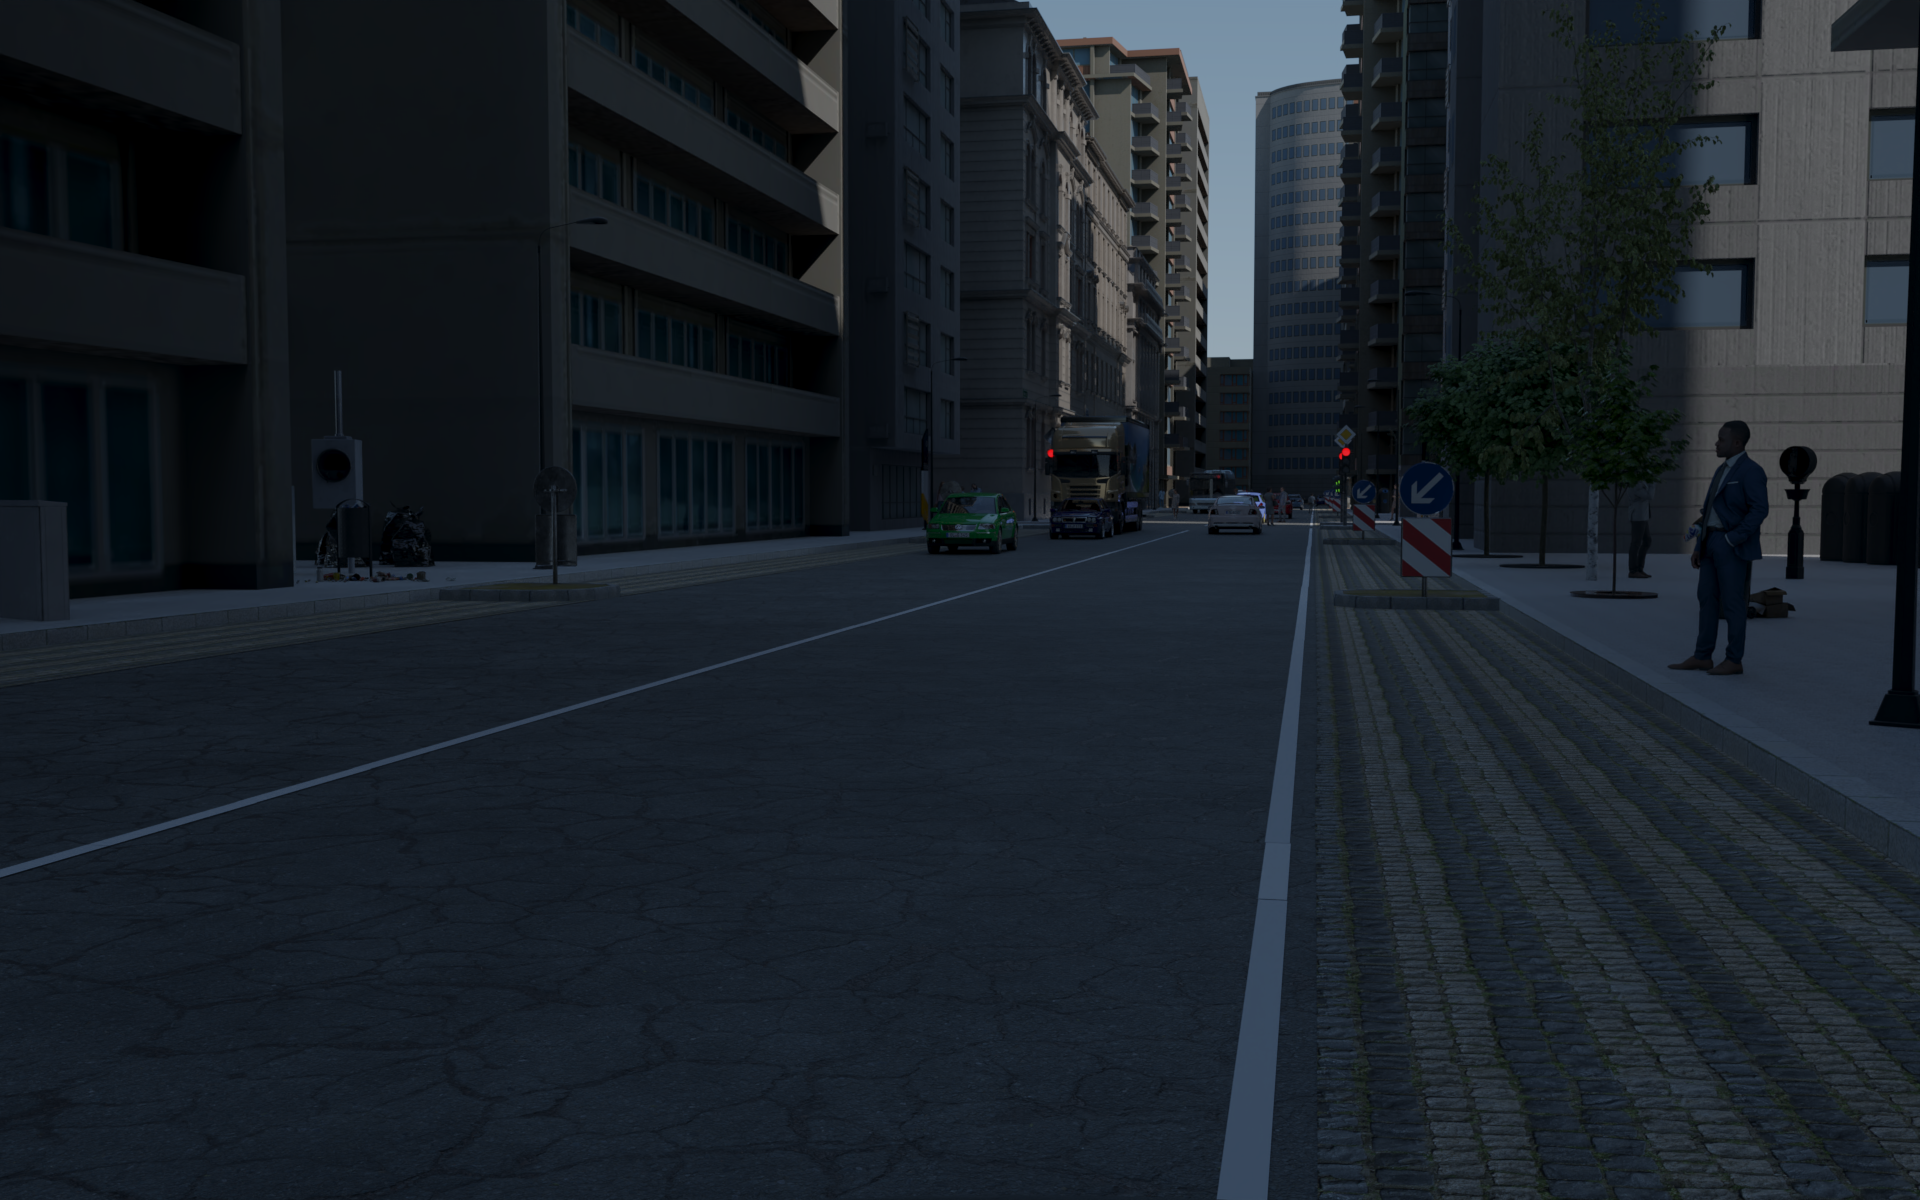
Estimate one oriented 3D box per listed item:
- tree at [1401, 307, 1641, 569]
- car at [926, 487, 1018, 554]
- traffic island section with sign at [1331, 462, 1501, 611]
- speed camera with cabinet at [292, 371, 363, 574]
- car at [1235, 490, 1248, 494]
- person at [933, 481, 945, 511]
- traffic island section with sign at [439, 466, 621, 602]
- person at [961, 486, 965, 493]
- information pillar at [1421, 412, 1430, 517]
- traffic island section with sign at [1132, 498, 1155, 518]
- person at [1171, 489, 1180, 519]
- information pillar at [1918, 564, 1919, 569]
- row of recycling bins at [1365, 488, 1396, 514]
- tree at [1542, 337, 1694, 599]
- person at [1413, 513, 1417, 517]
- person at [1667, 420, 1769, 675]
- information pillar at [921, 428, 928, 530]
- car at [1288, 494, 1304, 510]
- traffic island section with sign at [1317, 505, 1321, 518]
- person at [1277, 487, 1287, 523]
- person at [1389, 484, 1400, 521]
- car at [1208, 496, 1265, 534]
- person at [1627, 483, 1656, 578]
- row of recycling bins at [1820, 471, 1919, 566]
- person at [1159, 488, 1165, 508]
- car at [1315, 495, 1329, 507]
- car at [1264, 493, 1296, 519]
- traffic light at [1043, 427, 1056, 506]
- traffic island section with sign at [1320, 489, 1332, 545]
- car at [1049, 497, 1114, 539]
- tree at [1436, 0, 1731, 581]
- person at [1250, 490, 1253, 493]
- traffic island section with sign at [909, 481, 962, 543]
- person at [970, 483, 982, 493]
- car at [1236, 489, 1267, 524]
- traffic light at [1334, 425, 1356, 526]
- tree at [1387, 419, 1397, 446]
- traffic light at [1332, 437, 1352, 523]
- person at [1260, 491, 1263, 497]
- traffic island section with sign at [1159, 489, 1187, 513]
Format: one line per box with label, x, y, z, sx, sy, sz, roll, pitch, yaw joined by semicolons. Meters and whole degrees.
tree;10.150;-2.848;30.275;4.285;4.588;4.351;0;3;0
car;0.340;-2.081;42.817;1.959;1.807;4.718;1;4;10
traffic island section with sign;5.828;-0.833;22.250;1.989;1.847;2.006;1;4;12
speed camera with cabinet;-10.628;-2.033;27.579;2.038;3.252;0.660;0;4;-8
car;25.788;-9.267;160.185;2.281;1.827;5.304;1;4;12
person;-0.656;-3.416;62.480;0.593;1.750;0.643;1;4;16
traffic island section with sign;-5.801;-0.933;23.878;1.989;1.847;2.006;1;4;12
person;0.067;-3.481;64.764;0.589;1.601;0.330;0;4;5
information pillar;11.614;-3.173;43.227;0.183;3.616;0.504;2;4;28
traffic island section with sign;10.717;-5.870;104.595;1.989;1.847;2.006;1;4;12
person;12.327;-5.495;99.097;0.466;1.731;0.760;0;4;4
information pillar;16.607;-2.344;29.677;0.183;3.616;0.504;1;4;18
row of recycling bins;28.449;-6.565;114.444;3.534;1.692;1.069;0;4;3
tree;8.154;-1.639;21.405;1.663;3.219;1.824;0;3;0
person;18.086;-3.791;68.122;0.850;1.850;0.679;3;4;37
person;5.467;-0.375;12.363;0.419;1.800;0.721;-1;4;-12
information pillar;-1.245;-4.299;61.638;0.183;3.616;0.504;1;4;20
car;30.295;-8.893;157.408;2.014;1.417;4.499;1;4;12
traffic island section with sign;22.245;-5.740;102.482;1.989;1.847;2.006;1;4;12
person;16.204;-4.795;86.994;0.391;1.810;0.635;-2;4;-27
person;20.861;-4.688;83.026;0.374;1.781;0.599;-1;4;-21
car;10.029;-3.098;63.007;2.083;1.381;4.827;1;4;11
person;10.393;-1.235;26.423;0.473;1.802;0.592;2;4;33
row of recycling bins;16.995;-1.509;31.789;1.069;1.692;3.534;0;4;-3
person;18.021;-9.076;154.697;0.793;1.790;0.793;2;4;34
car;41.195;-11.244;196.411;1.945;1.354;3.894;1;4;10
car;18.621;-5.669;101.729;2.155;1.783;4.494;1;4;11
traffic light;3.891;-5.117;72.589;0.839;4.253;0.868;1;4;12
traffic island section with sign;11.350;-2.484;49.246;1.989;1.847;2.006;1;4;12
car;3.953;-2.663;56.114;1.945;1.354;3.894;1;4;12
tree;9.382;-4.609;25.718;4.737;8.622;4.395;0;3;0
person;22.405;-7.583;132.873;0.834;1.777;0.661;-1;4;-15
traffic island section with sign;-0.315;-2.573;50.696;1.989;1.847;2.006;1;4;12
person;0.794;-4.551;80.709;0.793;1.790;0.793;-3;4;-36
car;14.203;-4.615;85.053;1.945;1.707;3.694;1;4;13
traffic light;15.613;-4.972;70.215;0.839;4.253;0.868;1;4;12
tree;29.569;-9.798;110.556;4.360;8.622;3.978;0;3;0
traffic light;17.215;-5.451;78.038;0.839;4.253;0.868;1;4;12
person;33.910;-11.375;195.145;0.551;1.740;0.621;-1;4;-9
traffic island section with sign;16.124;-7.485;131.004;1.989;1.847;2.006;1;4;12
